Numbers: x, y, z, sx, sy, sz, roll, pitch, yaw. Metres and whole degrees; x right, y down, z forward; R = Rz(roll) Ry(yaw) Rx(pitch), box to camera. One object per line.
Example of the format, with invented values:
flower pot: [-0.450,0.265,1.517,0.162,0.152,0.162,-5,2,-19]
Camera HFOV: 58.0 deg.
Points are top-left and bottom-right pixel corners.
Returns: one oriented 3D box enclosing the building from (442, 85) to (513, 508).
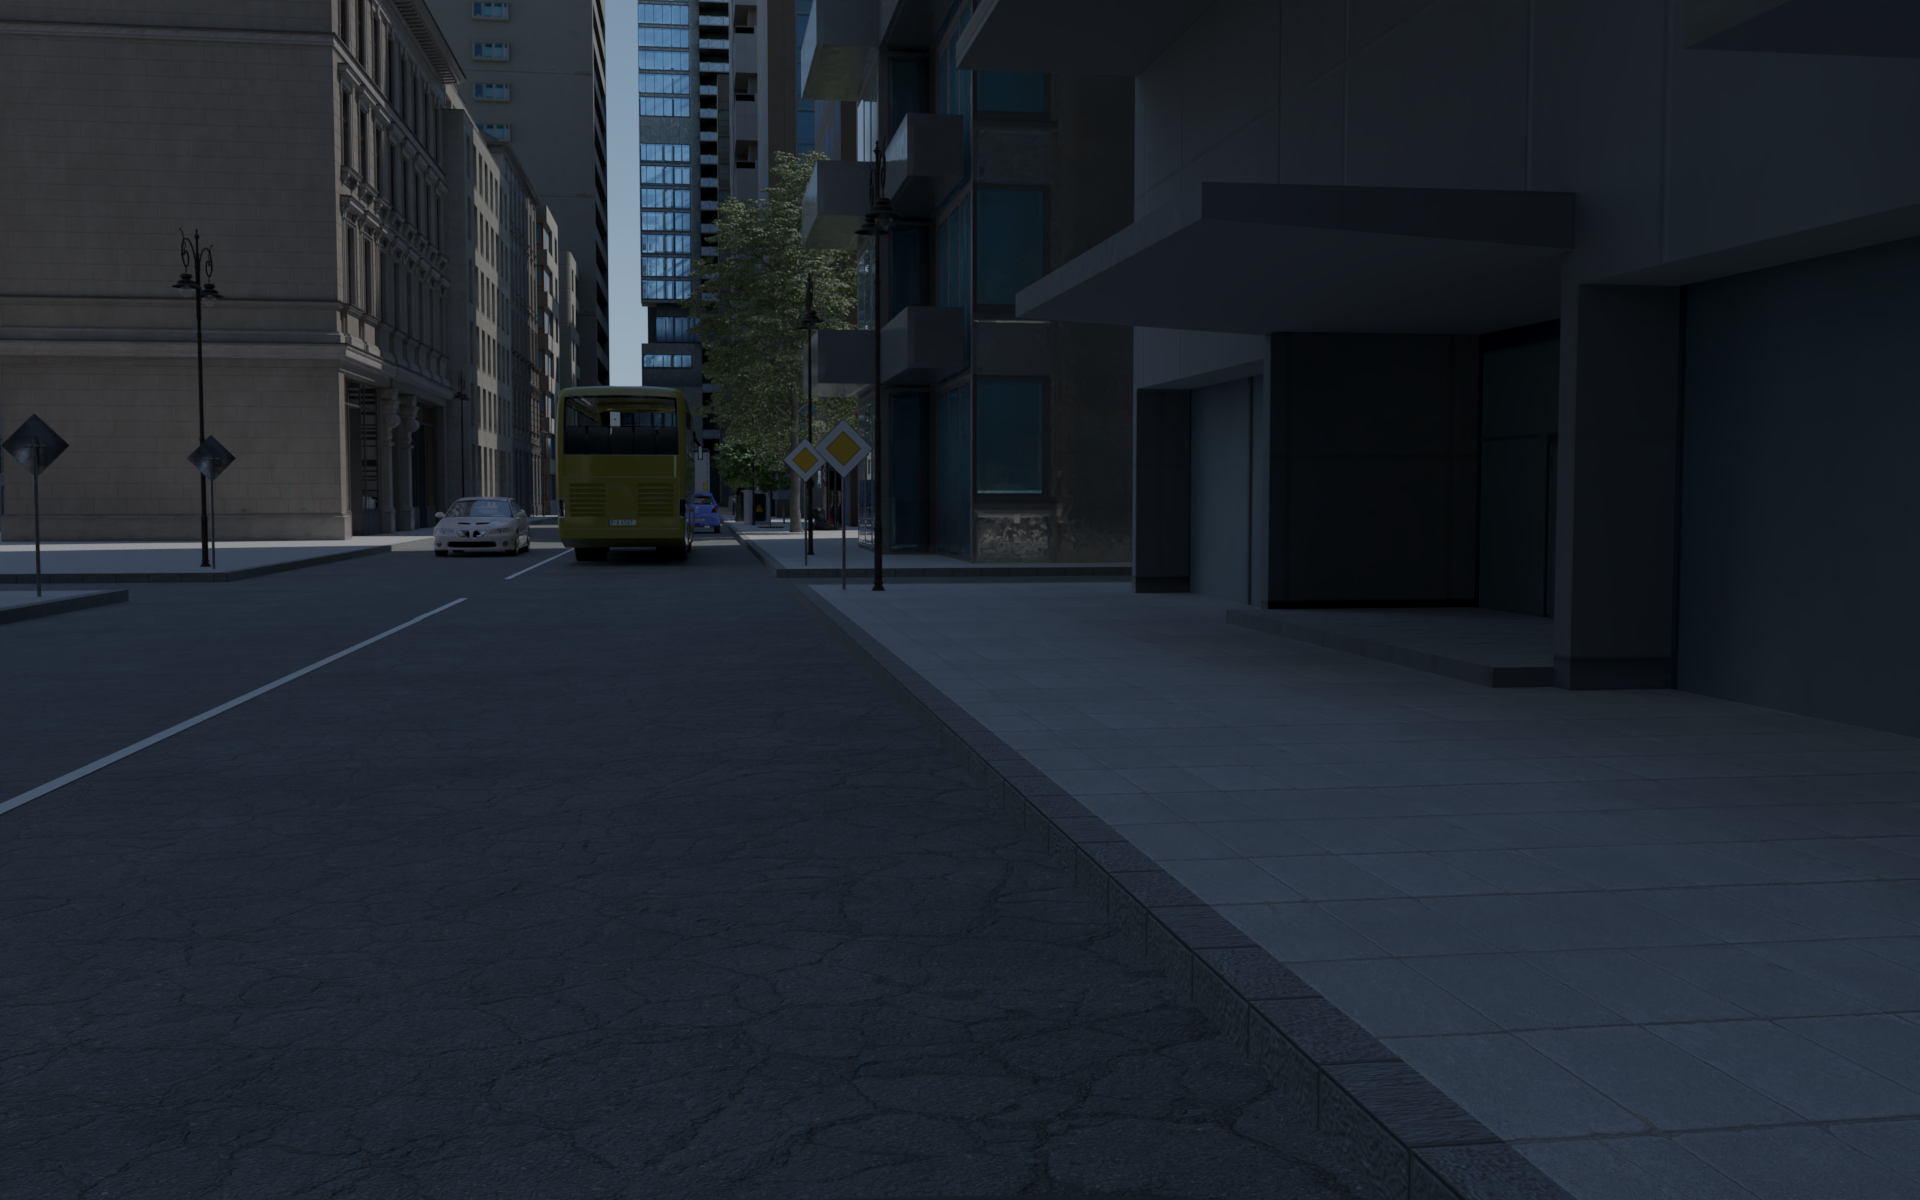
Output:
building: [-26.001,-13.547,76.249,10.420,20.320,16.860,-1,4,-9]

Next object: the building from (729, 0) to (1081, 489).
building: [-6.604,-34.526,153.746,28.713,52.752,27.495,-1,4,-9]

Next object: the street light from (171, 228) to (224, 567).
street light: [-13.311,-3.522,30.376,0.468,5.910,1.993,-1,4,-9]

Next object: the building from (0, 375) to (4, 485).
building: [-84.994,-29.421,164.634,14.086,41.232,14.154,-1,4,-9]

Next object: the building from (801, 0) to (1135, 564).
building: [11.372,-25.824,41.827,30.456,49.044,23.786,-1,4,-9]

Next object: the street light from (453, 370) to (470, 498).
street light: [-18.531,-5.611,64.520,0.468,5.910,1.993,-1,4,-9]

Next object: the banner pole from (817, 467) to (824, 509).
banner pole: [-6.802,-5.795,84.762,0.401,3.779,0.863,2,4,27]

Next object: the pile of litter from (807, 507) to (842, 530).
pile of litter: [-4.855,-2.913,61.585,1.176,0.858,1.719,-2,4,-33]

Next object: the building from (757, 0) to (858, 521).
building: [-4.359,-27.459,99.067,14.600,45.320,14.200,-1,4,-9]

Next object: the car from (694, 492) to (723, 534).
car: [-9.724,-3.330,64.041,1.945,1.707,3.694,-1,4,-9]

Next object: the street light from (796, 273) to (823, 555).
street light: [-3.146,-3.886,36.323,0.468,5.910,1.993,-1,4,-9]

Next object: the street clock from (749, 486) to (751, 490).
street clock: [-11.323,-5.378,92.508,0.358,2.002,0.471,-2,4,-28]

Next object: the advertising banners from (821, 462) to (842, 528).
advertising banners: [-4.778,-4.190,64.692,0.090,3.025,2.074,-2,4,-27]

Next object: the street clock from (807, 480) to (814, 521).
street clock: [-7.275,-4.829,83.524,0.471,2.002,0.358,-2,4,-24]

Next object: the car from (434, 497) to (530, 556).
car: [-11.367,-1.774,41.368,2.083,1.381,4.827,-1,4,-9]

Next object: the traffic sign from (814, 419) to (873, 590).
traffic sign: [-1.557,-1.193,23.150,0.795,2.450,0.064,-1,4,-9]

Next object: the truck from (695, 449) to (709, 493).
truck: [-17.707,-7.543,112.248,2.839,4.237,11.283,-1,4,-11]

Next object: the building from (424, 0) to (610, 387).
building: [-39.978,-31.625,140.777,21.300,48.544,21.600,-1,4,-9]

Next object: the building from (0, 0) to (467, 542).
building: [-21.583,-12.049,47.907,10.553,20.767,40.483,-1,4,-9]

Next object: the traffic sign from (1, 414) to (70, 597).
traffic sign: [-11.538,-1.101,21.644,0.795,2.450,0.064,-1,4,-9]

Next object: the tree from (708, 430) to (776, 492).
tree: [-10.591,-6.162,84.464,4.285,4.588,4.351,0,3,0]

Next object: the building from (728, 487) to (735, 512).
building: [-1.015,-26.727,128.875,32.217,40.220,23.993,-1,4,-9]

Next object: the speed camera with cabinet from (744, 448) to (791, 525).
speed camera with cabinet: [-8.149,-4.847,73.584,2.038,3.252,0.660,-2,4,-33]

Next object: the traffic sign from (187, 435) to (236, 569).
traffic sign: [-12.749,-1.584,29.537,0.795,2.450,0.064,-1,4,-9]

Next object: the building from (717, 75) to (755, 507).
building: [-17.118,-29.963,173.483,14.154,41.232,14.086,-1,4,-9]

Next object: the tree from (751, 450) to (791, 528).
tree: [-7.254,-4.330,65.397,1.663,3.219,1.824,0,3,0]

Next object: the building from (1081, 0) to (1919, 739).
building: [15.045,-25.770,10.576,28.713,52.752,27.495,-1,4,-9]

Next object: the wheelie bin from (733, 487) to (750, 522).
wheelie bin: [-9.963,-4.402,79.874,0.980,1.594,0.693,-2,4,-35]

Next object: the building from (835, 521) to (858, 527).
building: [1.181,-25.917,73.851,14.600,45.320,14.200,-1,4,-9]

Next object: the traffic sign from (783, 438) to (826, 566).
traffic sign: [-2.768,-1.676,31.043,0.795,2.450,0.064,-1,4,-9]

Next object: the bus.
bus: [-7.474,-2.967,40.054,2.896,3.916,12.252,0,4,-8]

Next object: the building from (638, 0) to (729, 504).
building: [-24.733,-54.160,198.190,31.000,86.520,22.319,-1,4,-9]

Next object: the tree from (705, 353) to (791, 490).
tree: [-10.709,-8.498,89.312,4.360,8.622,3.978,0,3,0]

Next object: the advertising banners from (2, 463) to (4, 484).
advertising banners: [-53.532,-6.151,96.759,0.090,3.025,2.074,-1,4,-23]

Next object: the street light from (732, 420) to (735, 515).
street light: [-13.744,-8.086,104.997,0.468,5.910,1.993,-1,4,-9]

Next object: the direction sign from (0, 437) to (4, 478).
direction sign: [-35.846,-4.464,64.980,0.876,3.537,0.379,-2,4,-26]

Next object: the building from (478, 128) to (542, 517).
building: [-28.311,-14.952,93.610,9.793,20.994,18.267,-1,4,-9]

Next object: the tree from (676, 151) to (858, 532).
tree: [-5.489,-8.516,57.372,7.486,12.596,7.792,0,3,0]

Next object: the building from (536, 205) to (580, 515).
building: [-40.538,-16.574,116.020,27.650,21.520,28.899,-1,4,-9]

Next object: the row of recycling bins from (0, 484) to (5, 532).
row of recycling bins: [-32.435,-3.197,59.385,1.069,1.692,3.534,-2,4,-33]

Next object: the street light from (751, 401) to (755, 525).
street light: [-8.463,-5.997,70.842,0.468,5.910,1.993,-1,4,-9]

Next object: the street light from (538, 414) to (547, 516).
street light: [-23.989,-7.760,99.667,0.468,5.910,1.993,-1,4,-9]

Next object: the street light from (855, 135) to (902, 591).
street light: [-1.084,-3.060,22.818,0.468,5.910,1.993,-1,4,-9]
